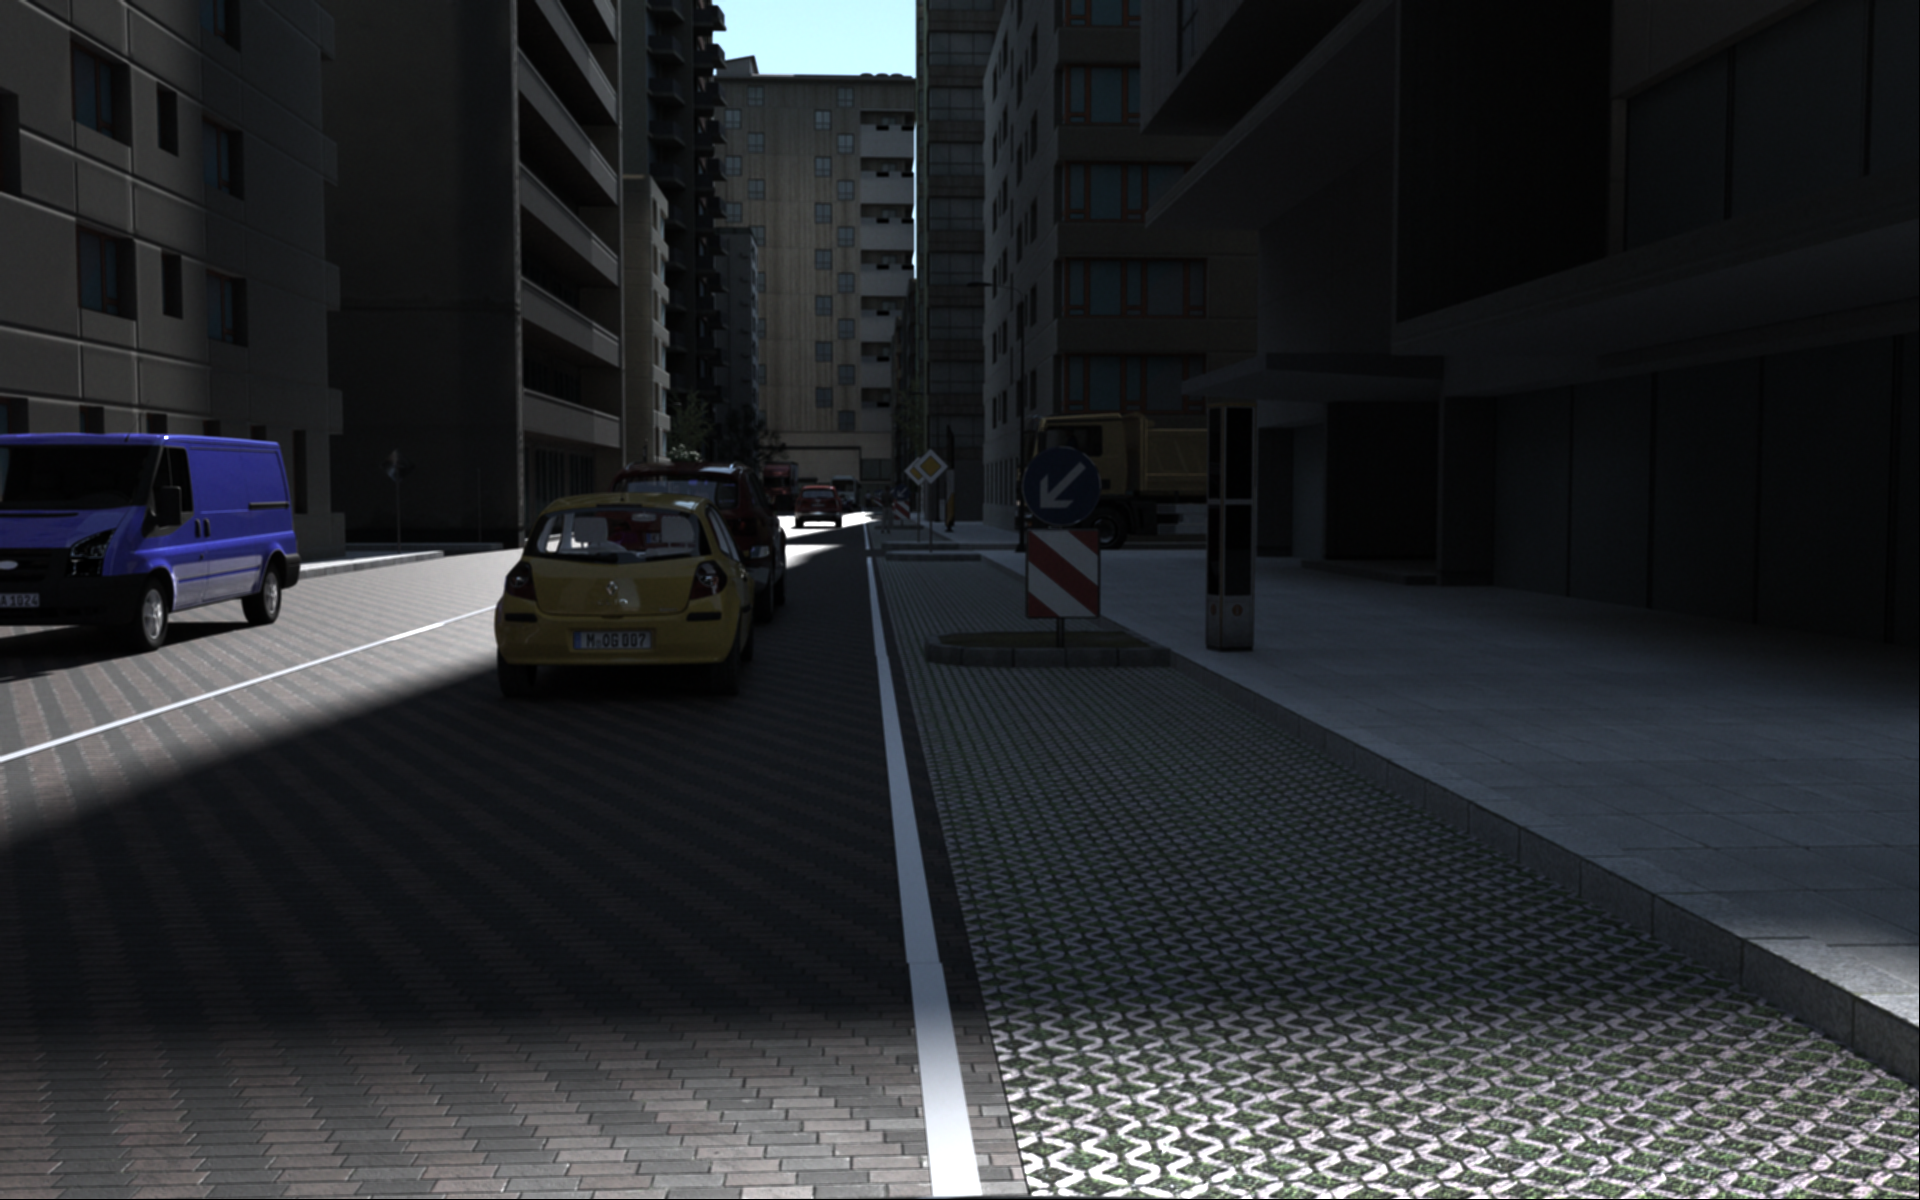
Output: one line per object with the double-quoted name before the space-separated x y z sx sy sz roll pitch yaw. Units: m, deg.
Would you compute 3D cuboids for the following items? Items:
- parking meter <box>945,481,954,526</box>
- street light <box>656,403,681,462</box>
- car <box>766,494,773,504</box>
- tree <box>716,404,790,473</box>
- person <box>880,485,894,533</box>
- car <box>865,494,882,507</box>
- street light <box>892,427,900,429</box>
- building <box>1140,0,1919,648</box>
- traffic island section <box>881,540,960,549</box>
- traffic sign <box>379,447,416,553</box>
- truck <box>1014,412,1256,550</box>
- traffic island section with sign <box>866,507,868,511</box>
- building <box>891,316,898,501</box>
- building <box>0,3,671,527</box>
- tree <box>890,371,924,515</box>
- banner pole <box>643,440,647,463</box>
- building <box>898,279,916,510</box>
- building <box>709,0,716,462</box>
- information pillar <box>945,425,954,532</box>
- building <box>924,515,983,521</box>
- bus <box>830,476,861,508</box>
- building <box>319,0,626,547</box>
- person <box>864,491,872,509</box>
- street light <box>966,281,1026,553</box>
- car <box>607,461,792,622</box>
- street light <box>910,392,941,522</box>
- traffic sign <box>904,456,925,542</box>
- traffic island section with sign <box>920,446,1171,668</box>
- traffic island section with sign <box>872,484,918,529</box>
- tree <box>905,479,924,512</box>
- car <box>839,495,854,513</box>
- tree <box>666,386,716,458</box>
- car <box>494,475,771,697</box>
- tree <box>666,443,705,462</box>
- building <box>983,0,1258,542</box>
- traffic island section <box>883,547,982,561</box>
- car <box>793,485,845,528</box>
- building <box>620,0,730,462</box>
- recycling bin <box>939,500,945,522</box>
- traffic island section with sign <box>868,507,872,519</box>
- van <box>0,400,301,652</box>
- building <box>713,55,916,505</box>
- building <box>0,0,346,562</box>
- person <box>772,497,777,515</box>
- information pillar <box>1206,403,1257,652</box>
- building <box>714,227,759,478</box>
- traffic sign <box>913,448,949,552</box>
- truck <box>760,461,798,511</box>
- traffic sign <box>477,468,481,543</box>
"parking meter" -0.411 -3.873 69.037 0.255 1.863 0.399 2 4 24
"street light" -14.972 -7.111 88.799 1.470 5.913 1.316 0 4 -3
"car" -15.611 -7.718 136.409 2.015 1.641 3.980 0 4 -4
"tree" -21.113 -14.643 173.819 8.767 10.594 7.601 0 4 1
"person" -2.631 -3.317 63.289 0.519 1.759 0.362 1 4 17
"car" -9.047 -10.467 181.362 2.015 1.641 3.980 0 4 -4
"street light" -3.997 -9.062 120.701 1.470 5.913 1.316 0 4 -3
"building" 17.807 -26.491 22.359 28.713 52.752 27.495 0 4 -3
"traffic island section" -1.078 -1.454 46.053 2.009 0.180 2.903 0 4 -3
"traffic sign" -12.121 -2.063 37.367 0.795 2.450 0.064 0 4 -3
"truck" 5.430 -2.843 42.409 9.791 3.379 3.469 0 4 -5
"traffic island section with sign" -6.943 -8.549 148.396 1.989 1.847 2.006 0 4 -3
"building" 6.764 -20.711 183.662 27.650 21.520 28.899 0 4 -3
"building" -30.209 -14.828 87.469 27.650 21.520 28.899 0 4 -3
"tree" -2.061 -9.423 104.421 4.737 8.622 4.395 0 3 0
"banner pole" -14.500 -5.493 79.834 0.401 3.779 0.863 0 4 1
"building" 8.926 -18.917 154.330 27.650 21.520 28.899 0 4 -3
"building" -30.819 -43.981 157.340 20.563 71.187 20.611 0 4 -3
"information pillar" -0.331 -4.106 58.494 0.183 3.616 0.504 -1 4 -22
"building" 5.119 -24.690 87.282 14.154 41.232 14.086 0 4 -3
"bus" -12.141 -11.553 183.751 2.948 3.499 13.247 0 4 -1
"building" -22.812 -26.307 53.825 21.300 48.544 21.600 0 4 -3
"person" -7.959 -8.653 150.917 0.756 1.711 0.436 1 4 21
"street light" 0.828 -4.002 37.970 1.470 5.913 1.316 0 4 -3
"car" -3.191 -0.747 20.885 2.281 1.827 5.304 0 4 -3
"street light" -1.541 -6.500 78.822 1.470 5.913 1.316 0 4 -3
"traffic sign" -1.102 -2.589 45.975 0.795 2.450 0.064 0 4 -3
"traffic island section with sign" 0.696 -0.398 15.137 1.989 1.847 2.006 0 4 -3
"traffic island section with sign" -2.486 -3.791 70.612 1.989 1.847 2.006 0 4 -3
"tree" -2.823 -7.911 123.947 1.663 3.219 1.824 0 3 0
"car" -8.947 -7.175 129.892 1.945 1.354 3.894 0 4 -5
"tree" -18.603 -10.196 117.075 4.737 8.622 4.395 0 3 0
"car" -2.529 -0.214 13.727 2.015 1.641 3.980 0 4 -5
"tree" -17.738 -7.773 110.805 4.285 4.588 4.351 0 3 0
"building" 16.188 -13.130 59.707 28.899 21.520 27.650 0 4 -3
"traffic island section" -0.621 -0.966 38.081 2.009 0.180 2.903 0 4 -3
"car" -6.165 -4.104 75.767 2.281 1.827 5.304 0 4 -4
"building" -29.546 -29.287 133.471 22.147 44.769 28.867 0 4 -3
"recycling bin" -0.677 -4.150 80.408 0.722 1.027 0.722 -1 4 -8
"traffic island section with sign" -4.032 -5.440 97.574 1.989 1.847 2.006 0 4 -3
"van" -8.394 -0.797 17.418 2.240 2.365 5.245 0 4 -5
"building" -16.850 -38.439 217.716 27.495 52.752 28.713 0 4 -3
"building" -26.253 -10.720 20.308 28.899 21.520 27.650 0 4 -3
"person" -9.177 -4.472 85.865 0.306 1.304 0.590 1 4 10
"information pillar" 2.213 -0.592 14.171 0.304 2.012 0.304 -1 4 -16
"building" -29.103 -25.503 188.668 14.107 30.474 14.160 0 4 -3
"traffic sign" -0.644 -2.102 38.003 0.795 2.450 0.064 0 4 -3
"truck" -15.678 -9.928 151.232 2.839 4.237 11.283 0 4 -2
"traffic sign" -12.578 -2.550 45.339 0.795 2.450 0.064 0 4 -3
